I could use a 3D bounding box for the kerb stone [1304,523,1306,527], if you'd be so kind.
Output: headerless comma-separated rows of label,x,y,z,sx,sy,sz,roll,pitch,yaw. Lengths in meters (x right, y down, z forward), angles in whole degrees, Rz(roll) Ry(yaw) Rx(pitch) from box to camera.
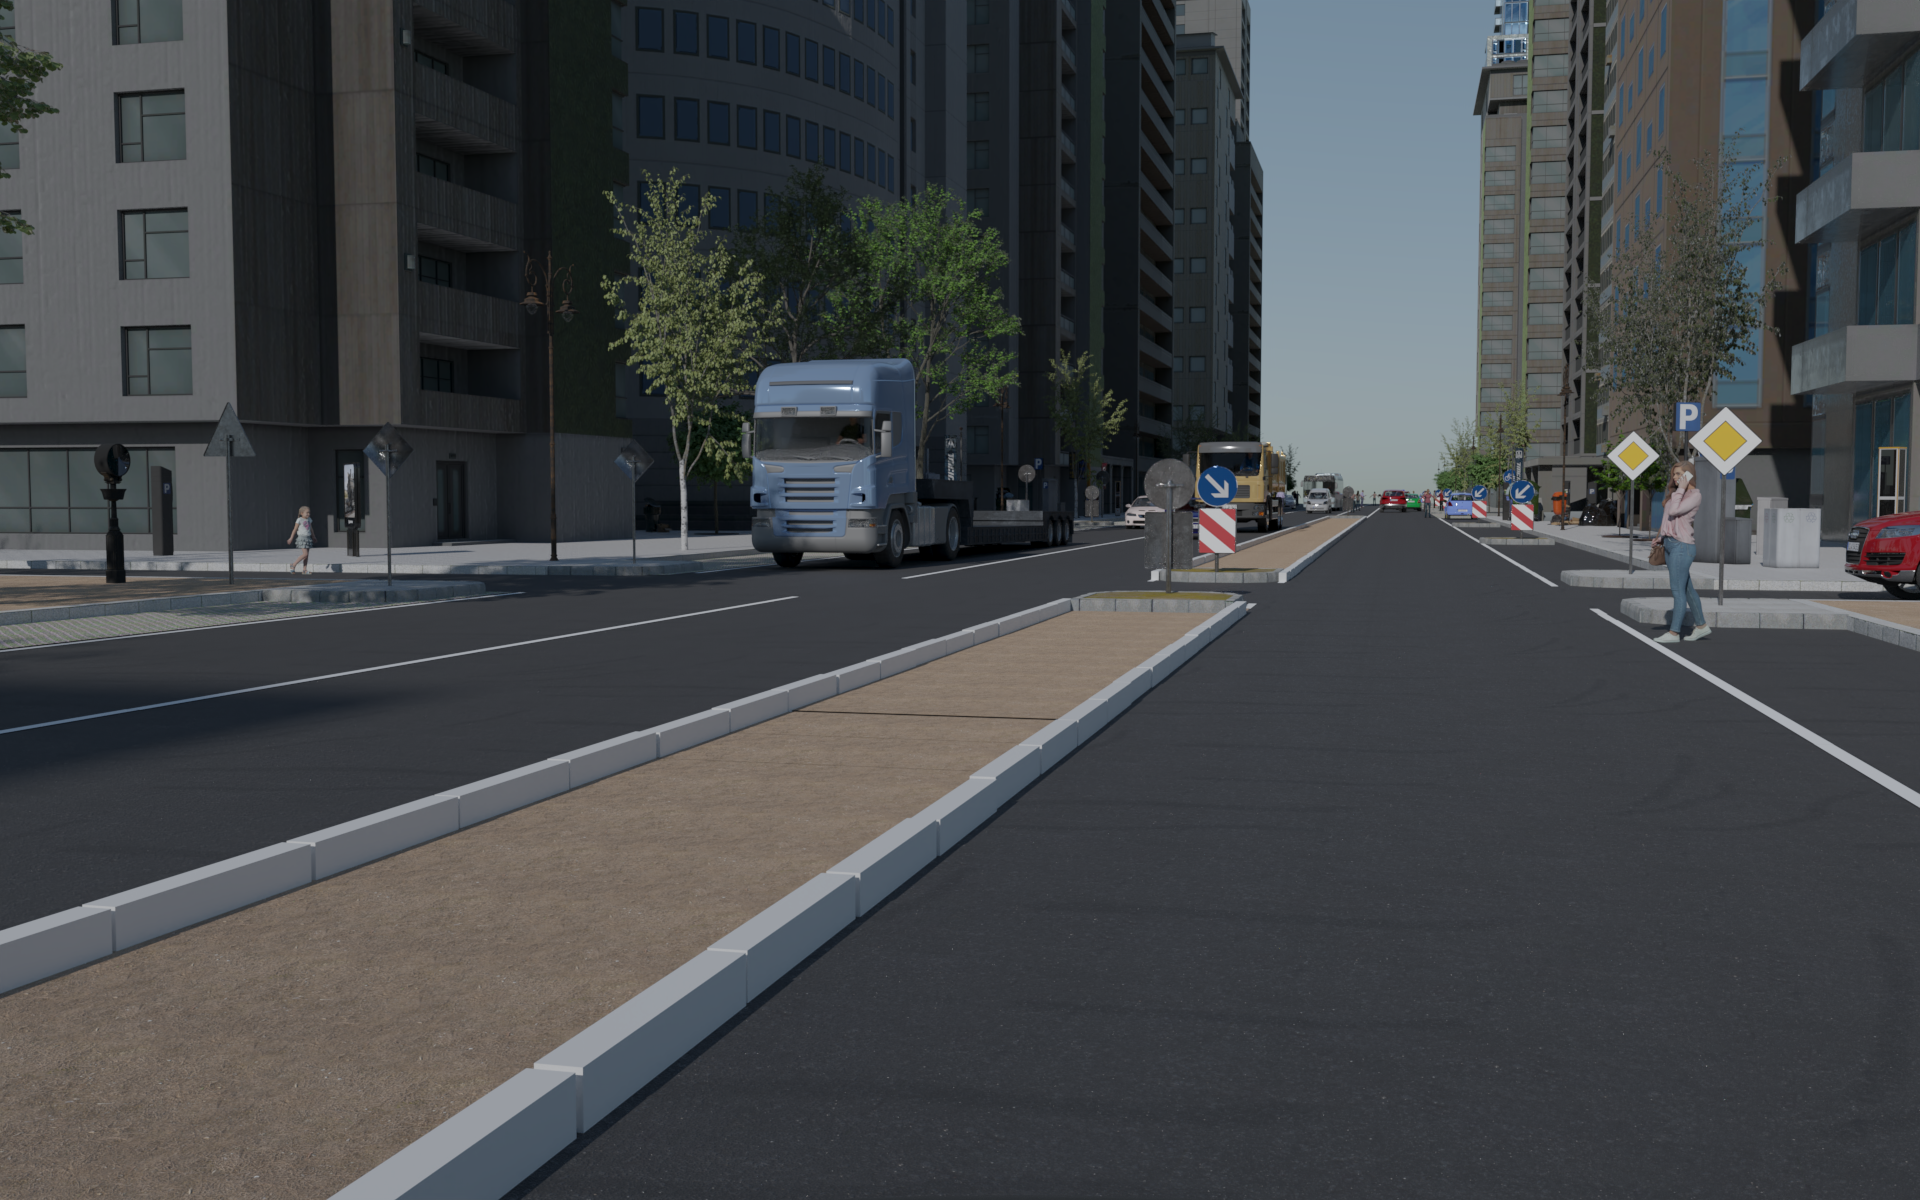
kerb stone,14.175,-3.047,72.011,0.120,0.150,1.000,1,4,14

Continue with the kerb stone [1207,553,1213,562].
kerb stone,5.130,-0.859,36.240,0.120,0.150,1.000,1,4,14

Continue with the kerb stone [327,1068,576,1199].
kerb stone,-1.033,1.152,3.377,0.120,0.150,1.000,1,4,14

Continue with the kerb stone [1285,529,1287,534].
kerb stone,11.148,-2.317,60.077,0.120,0.150,1.000,1,4,14

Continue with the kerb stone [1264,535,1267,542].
kerb stone,8.893,-1.771,51.147,0.120,0.150,1.000,1,4,14

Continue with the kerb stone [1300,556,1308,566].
kerb stone,6.648,-0.706,33.741,0.120,0.150,1.000,1,4,14

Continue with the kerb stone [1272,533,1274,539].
kerb stone,9.645,-1.953,54.124,0.120,0.150,1.000,1,4,14

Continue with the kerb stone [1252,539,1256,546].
kerb stone,7.882,-1.525,47.168,0.120,0.150,1.000,1,4,14

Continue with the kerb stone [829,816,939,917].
kerb stone,-0.274,0.968,6.362,0.120,0.150,1.000,1,4,14

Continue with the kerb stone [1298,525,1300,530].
kerb stone,13.160,-2.801,68.034,0.120,0.150,1.000,1,4,14

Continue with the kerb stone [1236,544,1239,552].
kerb stone,6.637,-1.223,42.194,0.120,0.150,1.000,1,4,14

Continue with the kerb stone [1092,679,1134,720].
kerb stone,0.987,0.665,11.339,0.120,0.150,1.000,1,4,14

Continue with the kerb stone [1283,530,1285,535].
kerb stone,10.894,-2.256,59.083,0.120,0.150,1.000,1,4,14

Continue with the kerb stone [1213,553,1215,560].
kerb stone,5.372,-0.917,37.233,0.120,0.150,1.000,1,4,14

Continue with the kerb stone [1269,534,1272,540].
kerb stone,9.392,-1.892,53.130,0.120,0.150,1.000,1,4,14

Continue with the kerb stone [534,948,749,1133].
kerb stone,-0.779,1.090,4.376,0.120,0.150,1.000,1,4,14

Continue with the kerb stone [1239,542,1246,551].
kerb stone,7.136,-1.345,44.190,0.120,0.150,1.000,1,4,14

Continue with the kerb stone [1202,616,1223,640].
kerb stone,2.494,0.299,17.299,0.120,0.150,1.000,1,4,14

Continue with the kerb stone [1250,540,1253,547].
kerb stone,7.637,-1.464,46.175,0.120,0.150,1.000,1,4,14

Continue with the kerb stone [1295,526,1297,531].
kerb stone,12.661,-2.681,66.037,0.120,0.150,1.000,1,4,14

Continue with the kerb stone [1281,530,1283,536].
kerb stone,10.645,-2.196,58.092,0.120,0.150,1.000,1,4,14

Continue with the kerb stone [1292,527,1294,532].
kerb stone,12.154,-2.558,64.047,0.120,0.150,1.000,1,4,14

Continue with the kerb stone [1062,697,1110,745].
kerb stone,0.737,0.727,10.343,0.120,0.150,1.000,1,4,14

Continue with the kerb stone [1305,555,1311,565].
kerb stone,6.900,-0.767,34.731,0.120,0.150,1.000,1,4,14

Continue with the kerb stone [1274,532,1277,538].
kerb stone,9.900,-2.013,55.114,0.120,0.150,1.000,1,4,14

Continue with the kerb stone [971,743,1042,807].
kerb stone,0.225,0.847,8.348,0.120,0.150,1.000,1,4,14

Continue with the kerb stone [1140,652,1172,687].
kerb stone,1.489,0.543,13.321,0.120,0.150,1.000,1,4,14

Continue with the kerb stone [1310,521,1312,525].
kerb stone,15.430,-3.349,76.973,0.120,0.150,1.000,1,4,14

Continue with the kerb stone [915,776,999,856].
kerb stone,-0.015,0.913,7.352,0.120,0.150,1.000,1,4,14

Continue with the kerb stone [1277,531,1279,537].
kerb stone,10.148,-2.074,56.109,0.120,0.150,1.000,1,4,14

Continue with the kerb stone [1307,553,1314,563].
kerb stone,7.156,-0.827,35.720,0.120,0.150,1.000,1,4,14

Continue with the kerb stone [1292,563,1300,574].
kerb stone,5.911,-0.524,30.760,0.120,0.150,1.000,1,4,14

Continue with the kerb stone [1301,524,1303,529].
kerb stone,13.665,-2.925,70.023,0.120,0.150,1.000,1,4,14

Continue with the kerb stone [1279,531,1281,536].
kerb stone,10.397,-2.133,57.100,0.120,0.150,1.000,1,4,14

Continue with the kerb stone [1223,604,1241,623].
kerb stone,2.994,0.178,19.286,0.120,0.150,1.000,1,4,14

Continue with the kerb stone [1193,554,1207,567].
kerb stone,4.864,-0.798,35.244,0.120,0.150,1.000,1,4,14

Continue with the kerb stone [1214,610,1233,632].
kerb stone,2.746,0.239,18.290,0.120,0.150,1.000,1,4,14

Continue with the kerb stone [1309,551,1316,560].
kerb stone,7.414,-0.885,36.711,0.120,0.150,1.000,1,4,14

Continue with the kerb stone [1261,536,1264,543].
kerb stone,8.636,-1.710,50.152,0.120,0.150,1.000,1,4,14

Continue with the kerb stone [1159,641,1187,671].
kerb stone,1.739,0.482,14.320,0.120,0.150,1.000,1,4,14

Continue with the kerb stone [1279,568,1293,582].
kerb stone,5.393,-0.398,28.779,0.120,0.150,1.000,1,4,14

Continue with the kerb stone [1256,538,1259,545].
kerb stone,8.137,-1.585,48.165,0.120,0.150,1.000,1,4,14

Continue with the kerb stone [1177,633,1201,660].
kerb stone,1.990,0.428,15.311,0.120,0.150,1.000,1,4,14

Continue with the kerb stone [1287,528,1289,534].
kerb stone,11.404,-2.377,61.066,0.120,0.150,1.000,1,4,14

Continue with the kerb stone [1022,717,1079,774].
kerb stone,0.482,0.786,9.351,0.120,0.150,1.000,1,4,14

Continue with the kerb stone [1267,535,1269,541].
kerb stone,9.142,-1.831,52.139,0.120,0.150,1.000,1,4,14

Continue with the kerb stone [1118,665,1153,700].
kerb stone,1.228,0.606,12.333,0.120,0.150,1.000,1,4,14

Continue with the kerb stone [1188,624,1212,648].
kerb stone,2.236,0.360,16.303,0.120,0.150,1.000,1,4,14

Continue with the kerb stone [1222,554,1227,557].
kerb stone,5.877,-1.038,39.220,0.120,0.150,1.000,1,4,14

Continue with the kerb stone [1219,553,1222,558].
kerb stone,5.620,-0.980,38.225,0.120,0.150,1.000,1,4,14

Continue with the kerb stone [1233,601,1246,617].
kerb stone,3.250,0.120,20.278,0.120,0.150,1.000,1,4,14

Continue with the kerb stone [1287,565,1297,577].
kerb stone,5.655,-0.463,29.770,0.120,0.150,1.000,1,4,14

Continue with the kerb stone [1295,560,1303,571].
kerb stone,6.157,-0.585,31.752,0.120,0.150,1.000,1,4,14

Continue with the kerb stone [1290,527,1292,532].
kerb stone,11.909,-2.499,63.051,0.120,0.150,1.000,1,4,14

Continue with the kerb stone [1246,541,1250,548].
kerb stone,7.388,-1.406,45.184,0.120,0.150,1.000,1,4,14

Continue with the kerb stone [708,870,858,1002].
kerb stone,-0.533,1.029,5.368,0.120,0.150,1.000,1,4,14

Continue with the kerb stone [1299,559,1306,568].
kerb stone,6.398,-0.638,32.750,0.120,0.150,1.000,1,4,14

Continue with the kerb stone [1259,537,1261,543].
kerb stone,8.386,-1.649,49.161,0.120,0.150,1.000,1,4,14

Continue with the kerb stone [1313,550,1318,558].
kerb stone,7.652,-0.949,37.705,0.120,0.150,1.000,1,4,14
